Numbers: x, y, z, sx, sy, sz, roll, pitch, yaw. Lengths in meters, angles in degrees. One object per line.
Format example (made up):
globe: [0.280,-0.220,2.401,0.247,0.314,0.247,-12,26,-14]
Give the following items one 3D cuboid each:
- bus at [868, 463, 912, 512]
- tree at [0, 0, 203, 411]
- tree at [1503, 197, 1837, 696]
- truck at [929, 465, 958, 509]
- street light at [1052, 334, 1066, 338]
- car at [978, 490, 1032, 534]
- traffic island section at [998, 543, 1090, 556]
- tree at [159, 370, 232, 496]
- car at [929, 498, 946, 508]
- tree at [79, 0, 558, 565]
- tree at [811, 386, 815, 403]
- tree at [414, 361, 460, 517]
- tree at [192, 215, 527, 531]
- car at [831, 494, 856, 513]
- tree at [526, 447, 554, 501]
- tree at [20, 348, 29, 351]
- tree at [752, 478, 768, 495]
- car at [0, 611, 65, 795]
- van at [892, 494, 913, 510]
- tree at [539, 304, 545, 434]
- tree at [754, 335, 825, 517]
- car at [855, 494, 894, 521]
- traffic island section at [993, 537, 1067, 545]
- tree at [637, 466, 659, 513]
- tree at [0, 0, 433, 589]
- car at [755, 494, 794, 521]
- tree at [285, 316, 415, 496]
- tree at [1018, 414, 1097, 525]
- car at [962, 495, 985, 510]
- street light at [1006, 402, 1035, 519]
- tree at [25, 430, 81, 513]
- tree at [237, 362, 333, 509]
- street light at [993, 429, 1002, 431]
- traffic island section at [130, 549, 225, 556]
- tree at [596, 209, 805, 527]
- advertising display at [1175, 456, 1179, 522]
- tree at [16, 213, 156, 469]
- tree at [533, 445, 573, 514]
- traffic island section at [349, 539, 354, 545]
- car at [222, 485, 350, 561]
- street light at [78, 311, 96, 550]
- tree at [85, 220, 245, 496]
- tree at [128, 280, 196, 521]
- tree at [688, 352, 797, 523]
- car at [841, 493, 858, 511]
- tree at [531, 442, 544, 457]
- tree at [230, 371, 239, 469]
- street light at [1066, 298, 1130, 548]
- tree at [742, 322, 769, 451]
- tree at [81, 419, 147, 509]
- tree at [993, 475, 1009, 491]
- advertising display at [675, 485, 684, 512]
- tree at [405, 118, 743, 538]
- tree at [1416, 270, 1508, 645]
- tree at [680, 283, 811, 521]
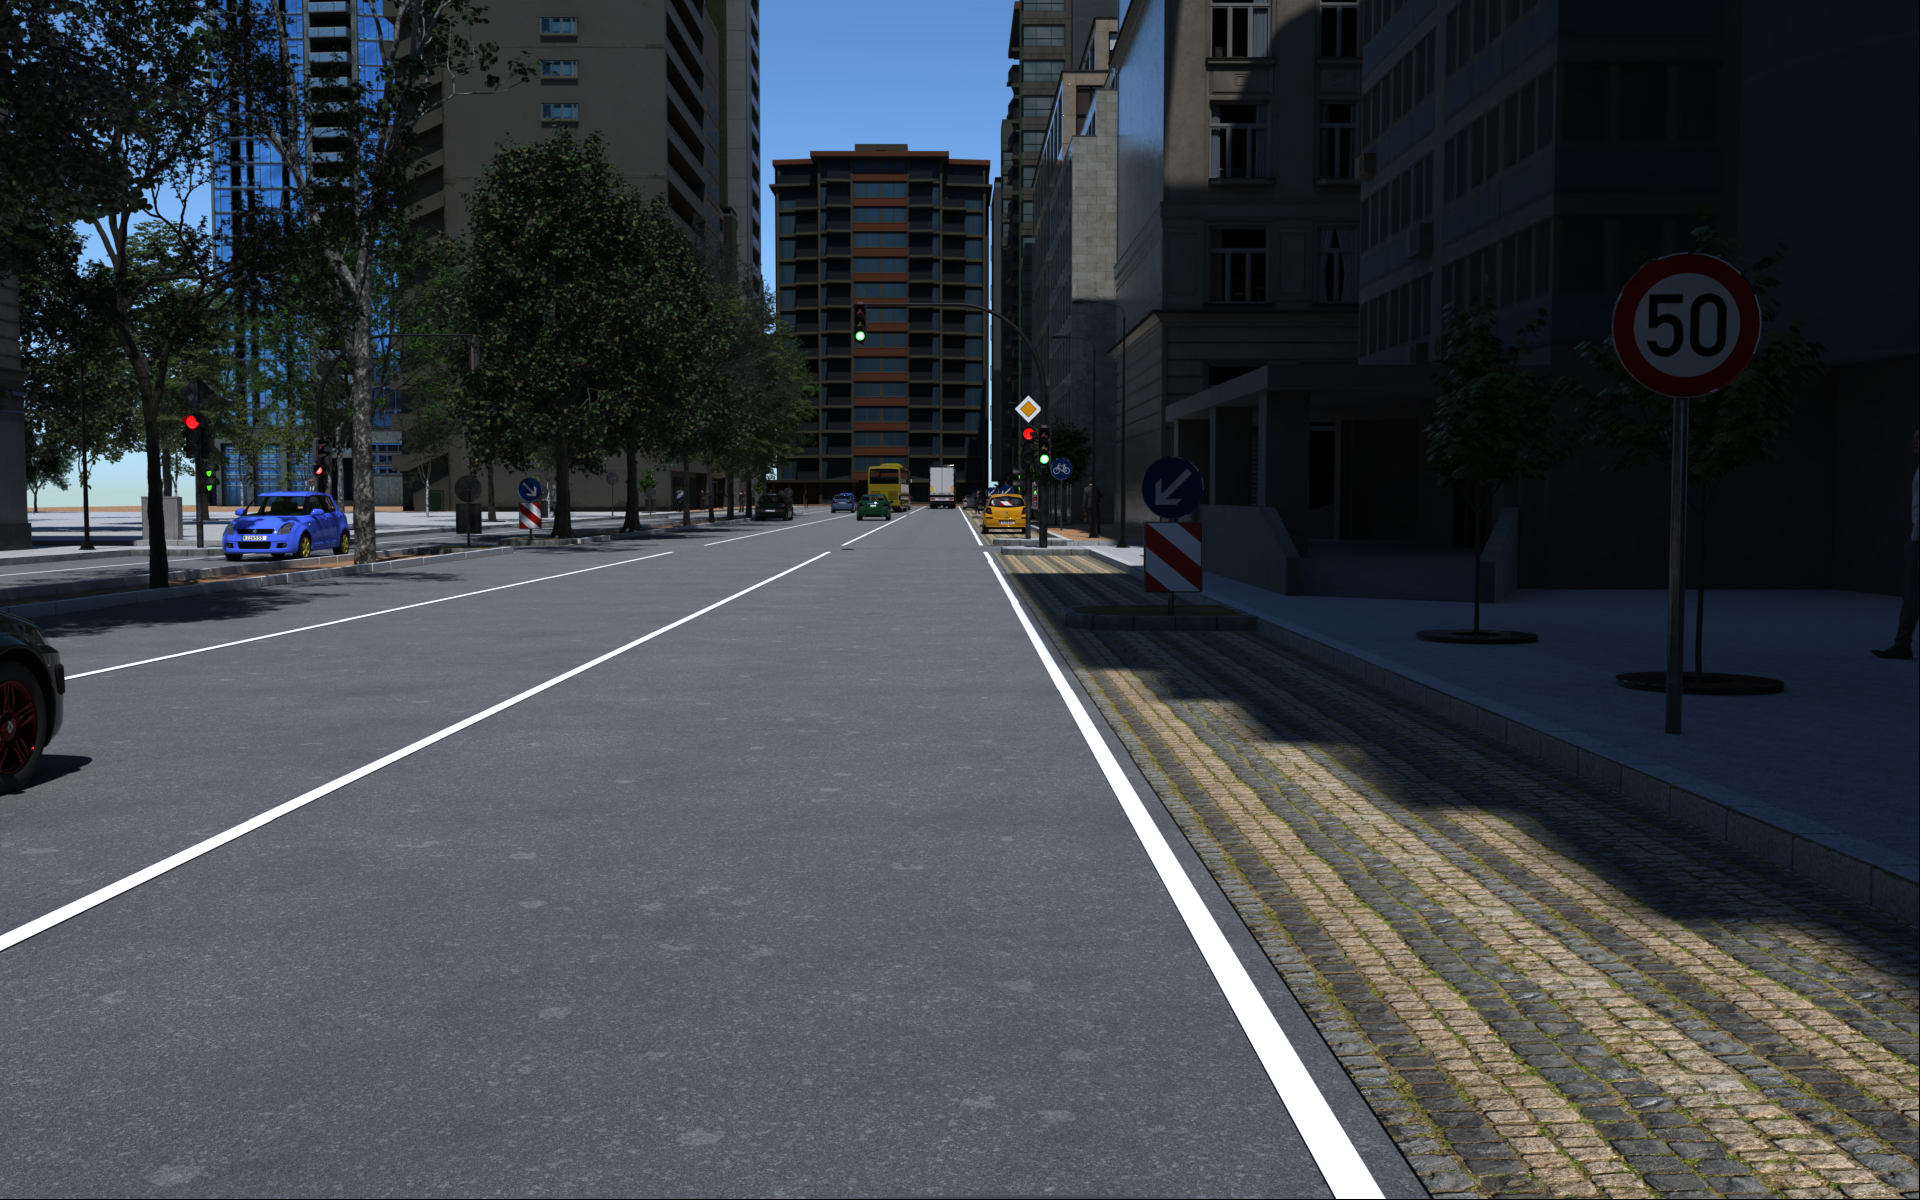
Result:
bus: [-5.603,-8.965,138.131,2.896,3.916,12.252,0,4,2]
tree: [-11.849,-6.515,15.629,9.857,13.997,8.962,0,3,0]
tree: [4.793,-1.033,11.491,1.663,3.219,1.824,0,3,0]
truck: [-1.643,-11.150,171.219,2.839,4.237,11.283,0,4,1]
street light: [3.368,-4.766,50.473,1.470,5.913,1.316,0,4,0]
car: [1.657,-3.229,63.023,2.015,1.641,3.980,0,3,0]
traffic island section: [2.002,-1.170,41.415,2.009,0.180,2.903,0,4,0]
tree: [-43.842,-8.913,96.088,4.737,8.622,4.395,0,3,0]
car: [-2.382,-10.602,185.925,1.945,1.354,3.894,0,4,-2]
tree: [-13.278,-10.825,35.343,12.611,20.169,13.585,0,3,0]
tree: [-12.269,-10.958,99.755,7.486,12.596,7.792,0,3,0]
tree: [-29.394,-8.884,95.616,4.360,8.622,3.978,0,3,0]
tree: [-21.328,-8.296,61.390,9.928,11.665,9.643,0,3,0]
car: [-8.950,-7.377,132.608,2.014,1.417,4.499,0,4,-2]
tree: [-28.539,-10.361,119.761,4.737,8.622,4.395,0,3,0]
tree: [-45.381,-8.043,81.863,4.737,8.622,4.395,0,3,0]
tree: [-21.000,-11.470,182.137,1.663,3.219,1.824,0,3,0]
car: [-5.404,0.167,7.059,2.009,1.686,4.222,0,4,1]
van: [-5.254,-9.064,155.209,2.013,2.044,4.112,0,4,-2]
tree: [-21.740,-9.409,79.589,9.928,11.665,9.643,0,3,0]
tree: [-12.327,-11.068,109.169,9.928,11.665,9.643,0,3,0]
car: [-4.707,-5.083,94.911,2.131,1.459,4.920,0,4,-2]
traffic island section: [1.964,-1.659,49.400,2.009,0.180,2.903,0,4,0]
tree: [-21.237,-7.543,117.923,1.663,3.219,1.824,0,3,0]
tree: [-11.734,-5.418,25.456,8.767,10.594,7.601,0,4,0]
car: [-9.961,-5.085,92.932,2.009,1.686,4.222,0,4,0]
tree: [-24.832,-7.233,68.622,4.360,8.622,3.978,0,3,0]
tree: [4.023,-5.358,71.311,4.285,4.588,4.351,0,3,0]
car: [1.214,-8.828,156.694,2.083,1.381,4.827,0,4,1]
street light: [3.125,-7.040,87.644,1.470,5.913,1.316,0,4,0]
tree: [-70.026,-9.561,119.229,20.602,7.101,11.467,0,4,-4]
tree: [-36.378,-8.886,95.650,4.737,8.622,4.395,0,3,0]
street light: [3.061,-9.290,124.438,1.470,5.913,1.316,0,4,0]
traffic island section: [-18.139,-1.165,41.323,2.009,0.180,2.903,0,4,0]
tree: [-11.772,-9.874,74.263,12.009,13.543,11.850,0,3,0]
advertising display: [3.711,-1.512,29.928,0.123,1.923,0.974,0,4,7]
tree: [-32.382,-8.632,58.139,9.611,12.733,9.660,0,3,0]
tree: [-26.873,-9.942,112.922,4.360,8.622,3.978,0,3,0]
traffic island section: [-18.178,-1.653,49.308,2.009,0.180,2.903,0,4,0]
car: [-14.875,-1.754,38.277,1.945,1.707,3.694,0,3,0]
street light: [-19.537,-4.106,39.667,1.470,5.913,1.316,0,4,0]
tree: [-33.470,-9.410,71.983,7.486,12.596,7.792,0,3,0]
tree: [-36.401,-9.641,83.382,9.928,11.665,9.643,0,3,0]
tree: [-12.048,-9.013,84.239,8.767,10.594,7.601,0,4,0]
car: [-9.633,-8.394,146.840,1.945,1.707,3.694,0,4,-2]
tree: [-21.228,-9.784,94.377,7.601,10.594,8.767,-1,4,-23]
tree: [-41.730,-9.219,101.089,4.737,8.622,4.395,0,3,0]
street light: [3.361,-4.205,41.294,1.470,5.913,1.316,0,4,0]
tree: [-12.044,-8.803,63.397,9.611,12.733,9.660,0,3,0]
tree: [-45.707,-8.586,90.739,4.737,8.622,4.395,0,3,0]
tree: [4.109,-11.123,176.465,1.663,3.219,1.824,0,3,0]
advertising display: [-20.147,-7.292,124.430,0.123,1.923,0.974,2,4,23]
tree: [-12.164,-8.154,52.787,9.611,12.733,9.660,0,3,0]
tree: [4.480,-1.251,15.058,1.663,3.219,1.824,0,3,0]
tree: [-12.330,-10.495,92.183,7.486,12.596,7.792,0,3,0]
